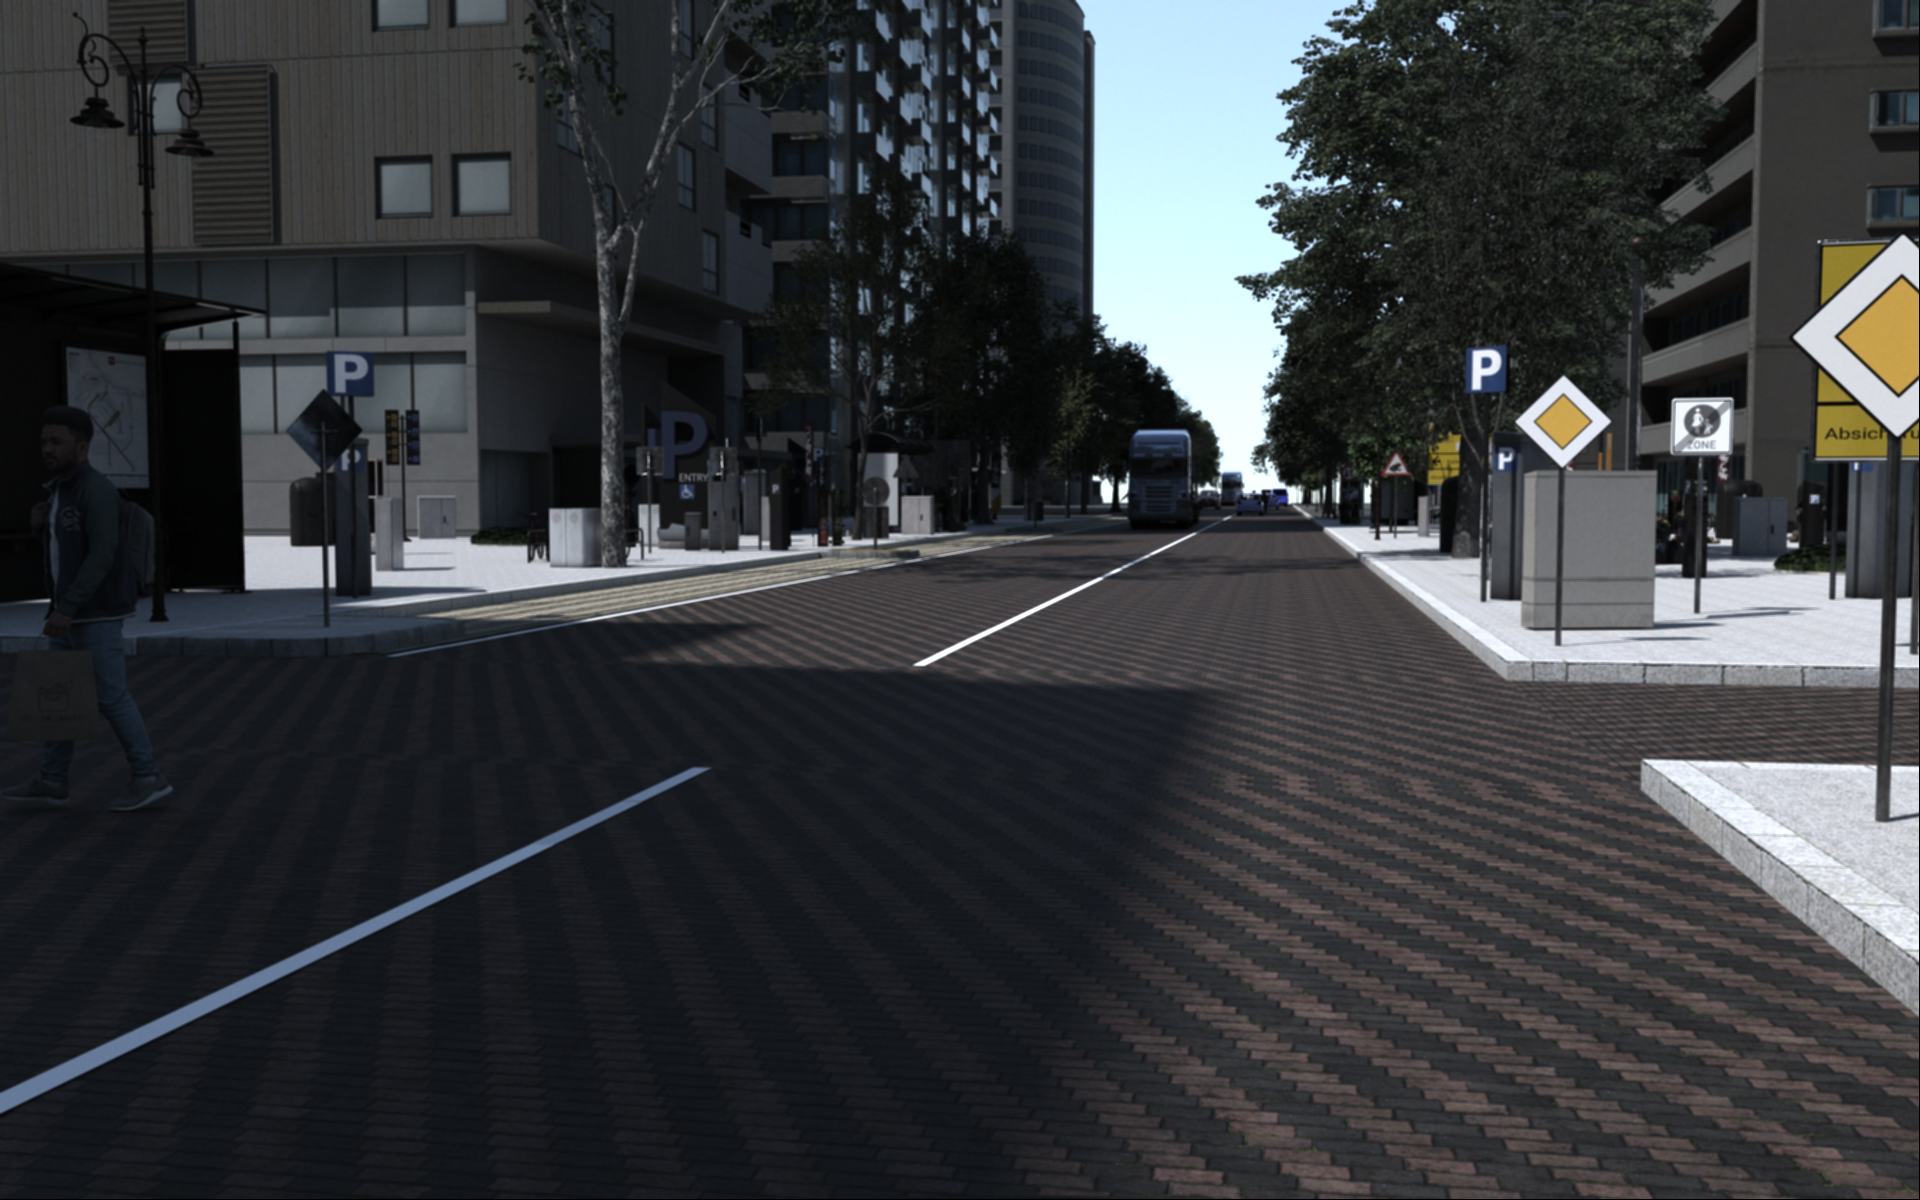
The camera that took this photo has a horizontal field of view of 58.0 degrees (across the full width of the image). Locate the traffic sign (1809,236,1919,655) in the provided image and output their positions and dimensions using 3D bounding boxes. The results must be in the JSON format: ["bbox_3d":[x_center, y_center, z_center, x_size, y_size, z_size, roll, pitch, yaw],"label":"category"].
[{"bbox_3d":[7.939,-1.210,13.651,2.265,3.308,0.079,1,4,18],"label":"traffic sign"}]

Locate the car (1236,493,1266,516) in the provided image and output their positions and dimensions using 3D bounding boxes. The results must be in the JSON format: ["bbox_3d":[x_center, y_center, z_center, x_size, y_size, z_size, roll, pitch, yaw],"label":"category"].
[{"bbox_3d":[19.298,-6.450,115.050,1.945,1.707,3.694,1,4,12],"label":"car"}]

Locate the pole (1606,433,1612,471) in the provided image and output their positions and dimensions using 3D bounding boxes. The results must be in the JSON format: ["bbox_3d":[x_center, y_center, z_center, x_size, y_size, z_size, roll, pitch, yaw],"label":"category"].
[{"bbox_3d":[21.711,-3.923,57.991,0.158,3.312,0.155,0,3,0],"label":"pole"}]

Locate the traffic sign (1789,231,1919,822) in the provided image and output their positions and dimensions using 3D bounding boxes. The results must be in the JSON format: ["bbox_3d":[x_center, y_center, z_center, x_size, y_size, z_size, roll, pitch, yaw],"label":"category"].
[{"bbox_3d":[3.613,-0.189,6.725,0.795,2.450,0.064,1,4,10],"label":"traffic sign"}]

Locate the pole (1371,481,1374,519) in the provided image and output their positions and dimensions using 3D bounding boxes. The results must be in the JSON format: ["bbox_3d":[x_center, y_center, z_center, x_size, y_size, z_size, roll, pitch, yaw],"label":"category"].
[{"bbox_3d":[21.004,-5.765,88.101,0.158,3.312,0.155,0,3,0],"label":"pole"}]

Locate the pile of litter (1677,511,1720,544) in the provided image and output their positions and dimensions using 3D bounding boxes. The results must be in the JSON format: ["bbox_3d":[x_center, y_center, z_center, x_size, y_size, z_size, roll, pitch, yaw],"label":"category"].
[{"bbox_3d":[19.136,-1.914,45.266,1.176,0.858,1.719,0,4,1],"label":"pile of litter"}]

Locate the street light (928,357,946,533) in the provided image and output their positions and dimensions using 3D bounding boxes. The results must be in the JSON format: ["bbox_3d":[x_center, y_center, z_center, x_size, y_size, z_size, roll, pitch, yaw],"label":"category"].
[{"bbox_3d":[-0.763,-5.141,56.842,0.468,5.910,1.993,1,4,10],"label":"street light"}]

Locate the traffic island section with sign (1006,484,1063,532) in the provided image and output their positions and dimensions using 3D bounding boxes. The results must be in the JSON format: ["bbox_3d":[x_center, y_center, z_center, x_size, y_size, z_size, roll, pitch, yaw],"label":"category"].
[{"bbox_3d":[2.872,-3.494,65.751,1.989,1.847,2.006,1,4,10],"label":"traffic island section with sign"}]

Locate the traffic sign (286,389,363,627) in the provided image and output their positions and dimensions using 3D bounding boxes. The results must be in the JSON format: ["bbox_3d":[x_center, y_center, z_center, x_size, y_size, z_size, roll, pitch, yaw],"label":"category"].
[{"bbox_3d":[-6.101,-0.795,16.640,0.795,2.450,0.064,1,4,10],"label":"traffic sign"}]

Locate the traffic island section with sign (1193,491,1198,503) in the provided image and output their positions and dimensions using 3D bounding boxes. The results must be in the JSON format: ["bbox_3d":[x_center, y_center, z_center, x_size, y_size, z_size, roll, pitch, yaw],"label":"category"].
[{"bbox_3d":[26.592,-11.404,195.082,1.989,1.847,2.006,1,4,10],"label":"traffic island section with sign"}]

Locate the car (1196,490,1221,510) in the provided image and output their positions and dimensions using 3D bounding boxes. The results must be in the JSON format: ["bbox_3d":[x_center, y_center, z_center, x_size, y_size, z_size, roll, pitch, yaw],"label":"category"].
[{"bbox_3d":[23.129,-9.313,160.941,2.281,1.827,5.304,1,4,12],"label":"car"}]

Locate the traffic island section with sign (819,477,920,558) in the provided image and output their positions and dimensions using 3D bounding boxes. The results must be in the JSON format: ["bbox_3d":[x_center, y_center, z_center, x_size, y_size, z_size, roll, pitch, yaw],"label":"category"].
[{"bbox_3d":[-1.980,-1.872,39.235,1.989,1.847,2.006,1,4,10],"label":"traffic island section with sign"}]

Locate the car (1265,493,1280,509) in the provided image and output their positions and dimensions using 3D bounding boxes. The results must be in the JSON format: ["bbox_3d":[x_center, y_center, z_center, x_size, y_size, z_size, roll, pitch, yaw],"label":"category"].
[{"bbox_3d":[29.028,-9.346,162.403,1.945,1.707,3.694,1,4,10],"label":"car"}]

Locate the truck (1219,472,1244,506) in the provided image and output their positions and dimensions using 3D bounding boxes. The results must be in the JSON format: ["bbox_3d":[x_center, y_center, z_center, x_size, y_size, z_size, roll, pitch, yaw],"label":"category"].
[{"bbox_3d":[33.690,-13.648,212.902,2.967,4.110,18.799,1,4,11],"label":"truck"}]

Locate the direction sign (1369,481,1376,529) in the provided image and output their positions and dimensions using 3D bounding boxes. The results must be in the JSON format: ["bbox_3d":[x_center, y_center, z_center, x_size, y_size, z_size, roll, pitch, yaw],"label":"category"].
[{"bbox_3d":[15.324,-4.401,63.949,0.379,3.537,0.876,0,4,7],"label":"direction sign"}]

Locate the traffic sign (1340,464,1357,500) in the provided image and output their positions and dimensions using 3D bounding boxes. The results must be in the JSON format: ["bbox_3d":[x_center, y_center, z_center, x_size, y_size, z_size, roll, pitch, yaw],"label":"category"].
[{"bbox_3d":[16.692,-4.541,74.344,0.768,2.556,0.104,1,4,13],"label":"traffic sign"}]

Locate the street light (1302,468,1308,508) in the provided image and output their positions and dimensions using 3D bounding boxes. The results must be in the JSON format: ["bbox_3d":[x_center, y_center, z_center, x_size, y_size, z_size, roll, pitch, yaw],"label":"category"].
[{"bbox_3d":[32.613,-11.612,162.638,0.468,5.910,1.993,1,4,10],"label":"street light"}]

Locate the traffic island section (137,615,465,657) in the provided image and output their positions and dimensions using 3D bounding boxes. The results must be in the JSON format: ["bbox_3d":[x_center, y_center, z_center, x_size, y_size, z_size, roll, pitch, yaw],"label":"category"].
[{"bbox_3d":[-6.126,0.341,16.706,2.009,0.180,2.903,1,4,10],"label":"traffic island section"}]

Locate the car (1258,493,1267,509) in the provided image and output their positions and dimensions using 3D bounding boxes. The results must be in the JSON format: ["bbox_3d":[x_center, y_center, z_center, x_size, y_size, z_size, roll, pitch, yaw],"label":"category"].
[{"bbox_3d":[29.925,-10.015,173.342,1.945,1.707,3.694,1,4,10],"label":"car"}]

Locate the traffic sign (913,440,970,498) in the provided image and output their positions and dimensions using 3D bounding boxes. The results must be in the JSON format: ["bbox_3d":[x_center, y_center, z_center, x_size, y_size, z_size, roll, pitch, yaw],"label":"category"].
[{"bbox_3d":[-0.719,-4.373,65.376,2.265,3.308,0.079,1,4,18],"label":"traffic sign"}]

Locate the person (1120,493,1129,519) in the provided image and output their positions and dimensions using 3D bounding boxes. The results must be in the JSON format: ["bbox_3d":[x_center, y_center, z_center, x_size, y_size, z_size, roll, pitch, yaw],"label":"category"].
[{"bbox_3d":[9.798,-5.546,99.117,1.348,1.831,0.705,0,4,5],"label":"person"}]

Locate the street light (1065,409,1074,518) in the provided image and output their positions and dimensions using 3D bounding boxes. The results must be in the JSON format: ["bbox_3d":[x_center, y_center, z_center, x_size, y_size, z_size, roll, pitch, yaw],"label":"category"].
[{"bbox_3d":[5.808,-7.322,92.510,0.468,5.910,1.993,1,4,10],"label":"street light"}]

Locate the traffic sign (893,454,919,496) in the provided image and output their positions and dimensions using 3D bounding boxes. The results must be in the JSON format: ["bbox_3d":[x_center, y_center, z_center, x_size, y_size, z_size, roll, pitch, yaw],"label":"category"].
[{"bbox_3d":[-1.747,-3.415,55.838,0.884,2.594,0.081,1,4,13],"label":"traffic sign"}]

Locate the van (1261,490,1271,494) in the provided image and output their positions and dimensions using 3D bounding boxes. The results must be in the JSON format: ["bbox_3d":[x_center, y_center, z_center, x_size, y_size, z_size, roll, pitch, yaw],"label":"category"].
[{"bbox_3d":[42.025,-14.182,236.267,2.240,2.365,5.245,1,4,12],"label":"van"}]

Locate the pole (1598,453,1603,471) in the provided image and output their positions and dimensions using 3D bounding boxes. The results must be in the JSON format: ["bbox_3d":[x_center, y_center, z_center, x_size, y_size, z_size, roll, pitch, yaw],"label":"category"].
[{"bbox_3d":[31.430,-5.579,85.062,0.158,3.312,0.155,0,3,0],"label":"pole"}]

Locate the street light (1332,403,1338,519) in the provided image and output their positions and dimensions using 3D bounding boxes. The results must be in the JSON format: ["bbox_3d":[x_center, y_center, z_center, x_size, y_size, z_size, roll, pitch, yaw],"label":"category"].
[{"bbox_3d":[19.069,-7.045,87.979,0.468,5.910,1.993,1,4,10],"label":"street light"}]

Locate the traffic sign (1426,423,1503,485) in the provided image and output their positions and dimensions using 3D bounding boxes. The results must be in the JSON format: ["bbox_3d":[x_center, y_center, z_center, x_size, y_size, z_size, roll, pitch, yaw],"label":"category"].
[{"bbox_3d":[14.608,-3.426,49.890,2.265,3.308,0.079,1,4,13],"label":"traffic sign"}]

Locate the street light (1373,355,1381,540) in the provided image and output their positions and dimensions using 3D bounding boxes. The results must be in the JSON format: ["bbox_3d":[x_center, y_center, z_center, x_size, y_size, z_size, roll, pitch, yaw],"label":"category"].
[{"bbox_3d":[11.718,-4.626,48.429,0.468,5.910,1.993,1,4,10],"label":"street light"}]

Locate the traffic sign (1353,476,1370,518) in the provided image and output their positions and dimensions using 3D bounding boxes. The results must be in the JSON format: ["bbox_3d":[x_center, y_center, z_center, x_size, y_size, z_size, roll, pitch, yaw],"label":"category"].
[{"bbox_3d":[17.282,-4.588,75.016,0.884,2.594,0.081,1,4,17],"label":"traffic sign"}]

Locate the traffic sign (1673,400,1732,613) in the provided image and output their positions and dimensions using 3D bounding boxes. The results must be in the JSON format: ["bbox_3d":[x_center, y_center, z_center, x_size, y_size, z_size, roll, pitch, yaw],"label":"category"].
[{"bbox_3d":[7.921,-1.004,18.547,0.606,2.300,0.079,1,4,17],"label":"traffic sign"}]

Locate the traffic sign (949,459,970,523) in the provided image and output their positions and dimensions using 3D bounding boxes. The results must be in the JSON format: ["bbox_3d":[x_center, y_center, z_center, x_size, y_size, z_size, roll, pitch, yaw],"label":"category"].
[{"bbox_3d":[-0.028,-3.795,62.149,0.768,2.556,0.104,1,4,11],"label":"traffic sign"}]

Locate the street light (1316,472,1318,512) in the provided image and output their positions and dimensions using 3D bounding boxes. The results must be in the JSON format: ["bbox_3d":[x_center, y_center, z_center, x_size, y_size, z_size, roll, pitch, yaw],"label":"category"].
[{"bbox_3d":[25.357,-9.187,122.991,0.468,5.910,1.993,1,4,10],"label":"street light"}]

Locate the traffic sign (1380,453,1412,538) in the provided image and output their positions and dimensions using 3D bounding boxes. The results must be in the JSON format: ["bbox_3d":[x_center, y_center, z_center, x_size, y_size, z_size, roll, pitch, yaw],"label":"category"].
[{"bbox_3d":[12.625,-3.068,50.166,0.884,2.594,0.081,1,4,20],"label":"traffic sign"}]

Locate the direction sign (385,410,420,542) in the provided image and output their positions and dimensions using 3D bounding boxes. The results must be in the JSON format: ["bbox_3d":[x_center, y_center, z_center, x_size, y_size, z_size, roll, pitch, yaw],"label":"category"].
[{"bbox_3d":[-15.015,-3.347,46.717,0.876,3.537,0.379,-1,4,-10],"label":"direction sign"}]

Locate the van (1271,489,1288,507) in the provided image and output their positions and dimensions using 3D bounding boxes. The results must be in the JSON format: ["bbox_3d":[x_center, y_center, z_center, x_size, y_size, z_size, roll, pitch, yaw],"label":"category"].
[{"bbox_3d":[36.183,-11.754,196.555,2.240,2.365,5.245,1,4,8],"label":"van"}]

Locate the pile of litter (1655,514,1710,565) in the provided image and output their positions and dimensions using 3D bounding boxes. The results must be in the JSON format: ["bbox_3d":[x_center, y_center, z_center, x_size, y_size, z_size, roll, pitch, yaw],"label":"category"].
[{"bbox_3d":[12.581,-1.091,31.797,1.719,0.858,1.176,-1,4,-16],"label":"pile of litter"}]

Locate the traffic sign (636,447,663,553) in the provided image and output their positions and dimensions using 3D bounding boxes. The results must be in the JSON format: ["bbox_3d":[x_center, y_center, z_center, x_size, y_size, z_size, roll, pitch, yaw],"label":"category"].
[{"bbox_3d":[-6.699,-2.156,37.376,0.606,2.300,0.079,1,4,12],"label":"traffic sign"}]

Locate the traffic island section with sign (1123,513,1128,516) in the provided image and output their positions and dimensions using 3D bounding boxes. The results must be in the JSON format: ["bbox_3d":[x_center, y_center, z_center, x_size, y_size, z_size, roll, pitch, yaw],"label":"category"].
[{"bbox_3d":[11.851,-6.485,114.652,1.989,1.847,2.006,1,4,10],"label":"traffic island section with sign"}]

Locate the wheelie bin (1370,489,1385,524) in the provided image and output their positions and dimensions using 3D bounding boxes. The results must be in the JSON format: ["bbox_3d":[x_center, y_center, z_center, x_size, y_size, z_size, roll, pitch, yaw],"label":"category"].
[{"bbox_3d":[18.328,-4.135,75.521,0.980,1.594,0.693,3,4,38],"label":"wheelie bin"}]

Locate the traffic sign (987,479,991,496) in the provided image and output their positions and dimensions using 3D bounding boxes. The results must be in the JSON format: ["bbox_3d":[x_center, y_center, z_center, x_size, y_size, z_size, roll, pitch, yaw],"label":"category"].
[{"bbox_3d":[1.377,-5.368,87.865,0.768,2.556,0.104,1,4,13],"label":"traffic sign"}]

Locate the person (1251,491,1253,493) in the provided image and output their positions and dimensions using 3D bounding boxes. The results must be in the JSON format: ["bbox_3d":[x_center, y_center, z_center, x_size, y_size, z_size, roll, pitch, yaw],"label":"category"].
[{"bbox_3d":[31.704,-10.900,187.451,1.217,1.736,0.721,-1,4,-21],"label":"person"}]

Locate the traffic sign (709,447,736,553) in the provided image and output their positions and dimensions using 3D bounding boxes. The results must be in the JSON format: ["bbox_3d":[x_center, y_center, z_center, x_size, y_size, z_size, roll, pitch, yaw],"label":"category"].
[{"bbox_3d":[-5.143,-2.167,37.567,0.606,2.300,0.079,1,4,11],"label":"traffic sign"}]

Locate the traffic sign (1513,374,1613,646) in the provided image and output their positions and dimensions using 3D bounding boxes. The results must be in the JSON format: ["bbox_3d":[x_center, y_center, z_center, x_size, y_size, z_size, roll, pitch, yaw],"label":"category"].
[{"bbox_3d":[5.054,-0.669,14.580,0.795,2.450,0.064,1,4,10],"label":"traffic sign"}]

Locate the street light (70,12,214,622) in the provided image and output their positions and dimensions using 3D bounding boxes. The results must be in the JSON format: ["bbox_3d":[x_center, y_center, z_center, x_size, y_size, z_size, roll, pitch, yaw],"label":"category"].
[{"bbox_3d":[-8.076,-2.722,17.285,0.468,5.910,1.993,1,4,10],"label":"street light"}]

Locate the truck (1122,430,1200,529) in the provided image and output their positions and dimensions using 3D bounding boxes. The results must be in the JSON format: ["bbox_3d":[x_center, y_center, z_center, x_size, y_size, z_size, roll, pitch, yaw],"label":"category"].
[{"bbox_3d":[9.380,-5.411,78.233,2.967,4.110,18.799,1,4,9],"label":"truck"}]

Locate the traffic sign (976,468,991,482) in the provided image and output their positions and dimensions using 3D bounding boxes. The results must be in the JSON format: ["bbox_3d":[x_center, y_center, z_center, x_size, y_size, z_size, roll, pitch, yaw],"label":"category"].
[{"bbox_3d":[1.091,-4.911,80.407,0.768,2.556,0.104,1,4,16],"label":"traffic sign"}]
